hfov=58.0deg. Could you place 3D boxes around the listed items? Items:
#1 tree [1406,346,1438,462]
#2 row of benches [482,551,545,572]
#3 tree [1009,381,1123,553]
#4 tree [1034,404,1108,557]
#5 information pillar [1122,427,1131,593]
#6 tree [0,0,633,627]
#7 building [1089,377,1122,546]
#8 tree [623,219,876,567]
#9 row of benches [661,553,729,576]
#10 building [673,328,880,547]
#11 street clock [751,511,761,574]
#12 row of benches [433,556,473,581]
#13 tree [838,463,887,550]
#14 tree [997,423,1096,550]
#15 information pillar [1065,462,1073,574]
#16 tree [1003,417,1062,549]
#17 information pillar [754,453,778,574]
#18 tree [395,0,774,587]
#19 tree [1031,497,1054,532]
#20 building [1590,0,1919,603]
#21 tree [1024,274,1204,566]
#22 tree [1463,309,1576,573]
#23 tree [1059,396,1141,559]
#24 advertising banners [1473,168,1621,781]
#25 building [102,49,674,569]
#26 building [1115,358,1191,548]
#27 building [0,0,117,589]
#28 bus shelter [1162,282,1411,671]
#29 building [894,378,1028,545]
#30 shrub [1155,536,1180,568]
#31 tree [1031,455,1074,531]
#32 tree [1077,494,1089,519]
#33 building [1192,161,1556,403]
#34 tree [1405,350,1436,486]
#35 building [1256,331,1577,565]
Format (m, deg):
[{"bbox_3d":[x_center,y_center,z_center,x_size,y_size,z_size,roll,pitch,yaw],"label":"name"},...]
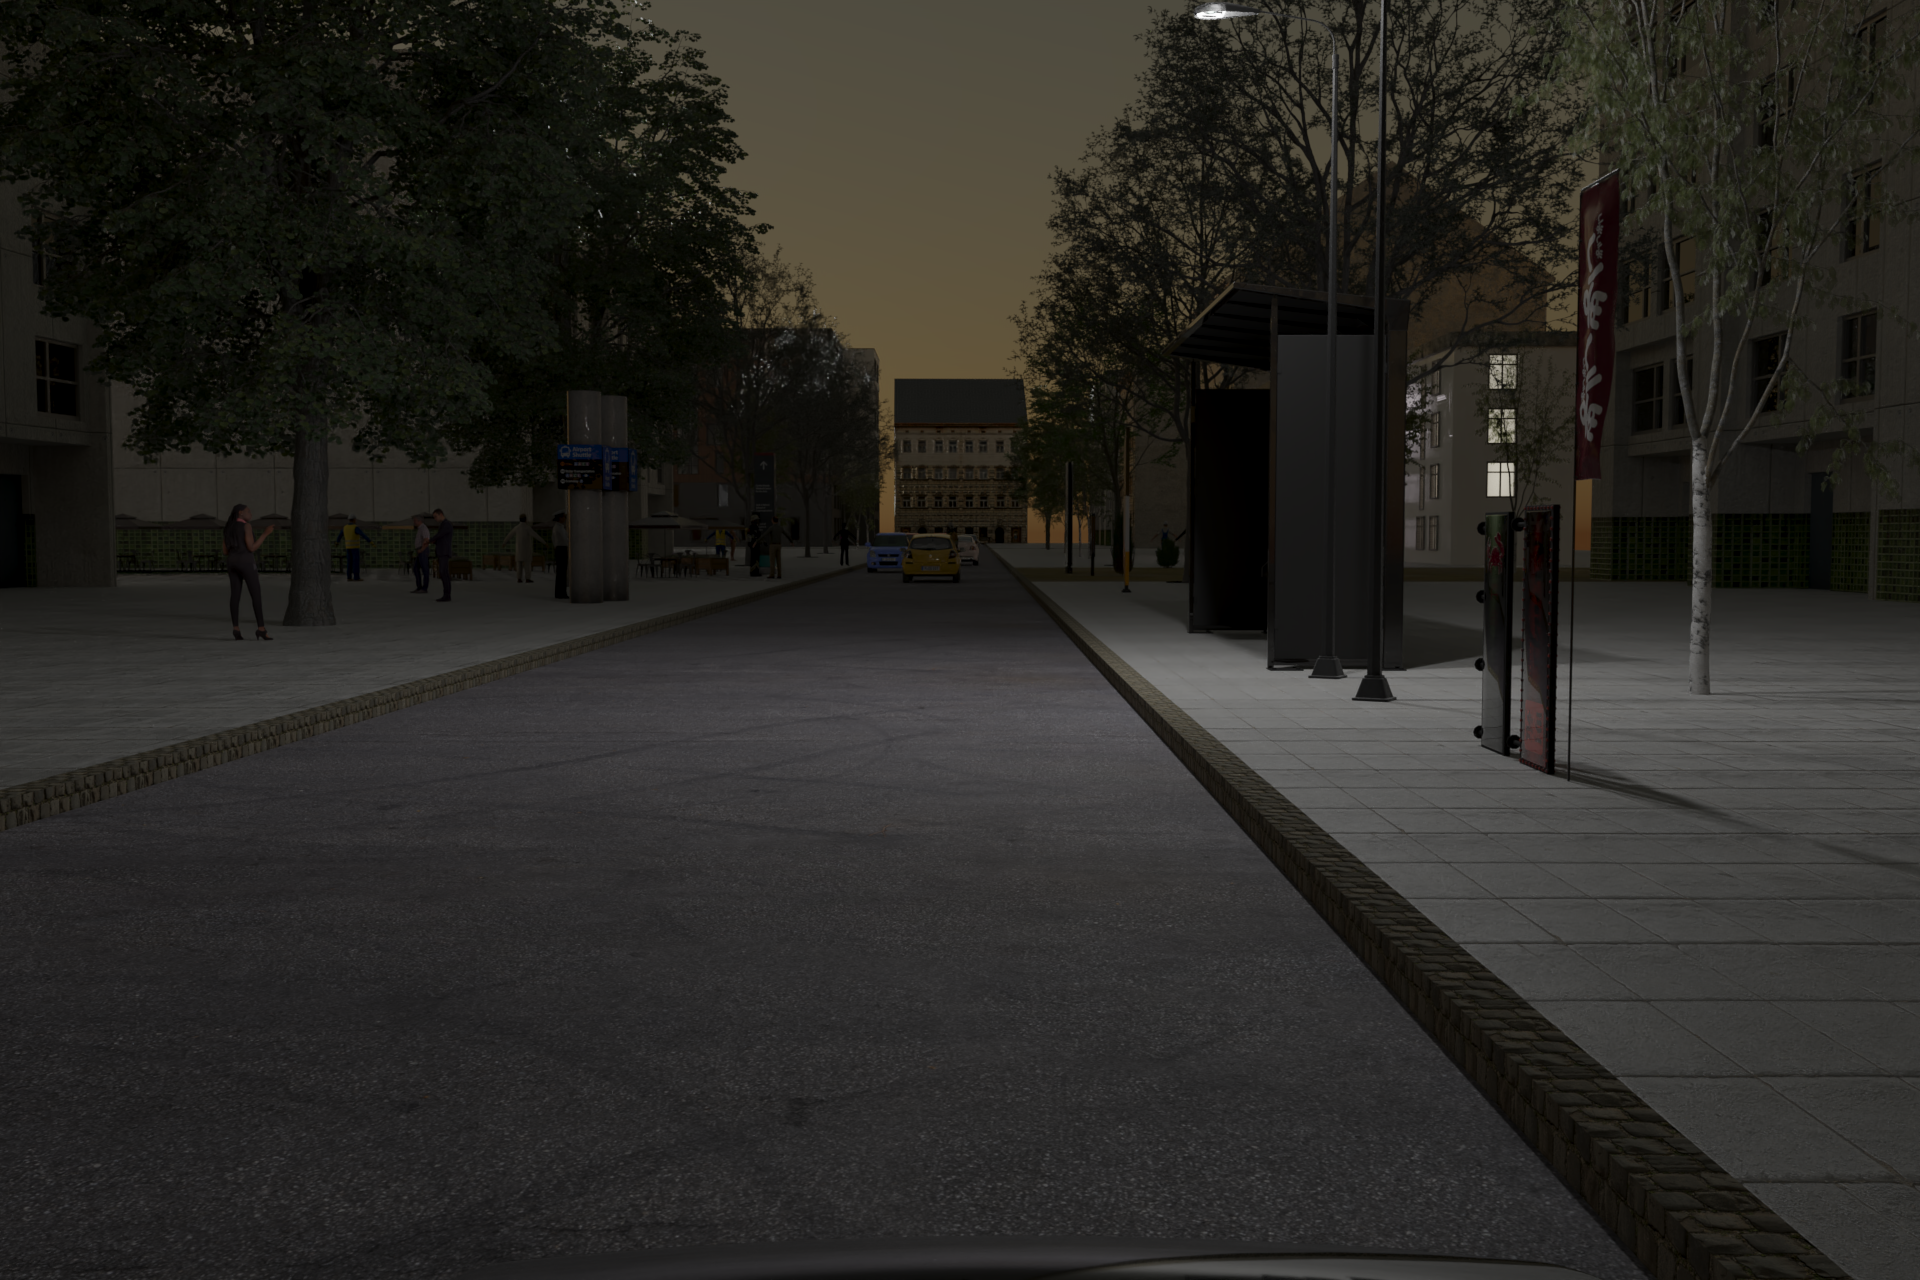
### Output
[{"bbox_3d":[12.794,-6.409,55.142,4.737,8.622,4.395,0,3,0],"label":"tree"},{"bbox_3d":[-15.513,-2.736,60.203,1.422,0.672,4.104,-3,4,-37],"label":"row of benches"},{"bbox_3d":[7.086,-12.009,114.467,7.486,12.596,7.792,0,3,0],"label":"tree"},{"bbox_3d":[6.878,-8.925,96.285,4.360,8.622,3.978,0,3,0],"label":"tree"},{"bbox_3d":[3.659,-2.856,38.055,0.183,3.616,0.504,0,3,0],"label":"information pillar"},{"bbox_3d":[-9.201,-7.179,24.037,9.857,13.997,8.962,0,3,0],"label":"tree"},{"bbox_3d":[24.087,-20.081,194.781,16.747,18.905,31.486,0,3,0],"label":"building"},{"bbox_3d":[-8.541,-9.675,68.560,12.009,13.543,11.850,0,3,0],"label":"tree"},{"bbox_3d":[-8.489,-2.422,55.059,1.422,0.672,4.104,-2,4,-32],"label":"row of benches"},{"bbox_3d":[-23.333,-21.054,188.203,27.936,21.610,32.646,0,4,0],"label":"building"},{"bbox_3d":[-6.443,-3.066,54.702,0.358,2.002,0.471,0,4,2],"label":"street clock"},{"bbox_3d":[-14.410,-2.060,49.137,1.422,0.672,4.104,-1,4,-23],"label":"row of benches"},{"bbox_3d":[-8.247,-11.444,137.479,4.360,8.622,3.978,0,3,0],"label":"tree"},{"bbox_3d":[7.130,-12.576,140.035,8.767,10.594,7.601,0,4,1],"label":"tree"},{"bbox_3d":[3.577,-4.005,56.789,0.184,3.620,1.656,0,4,1],"label":"information pillar"},{"bbox_3d":[7.630,-13.850,152.200,9.928,11.665,9.643,0,3,0],"label":"tree"},{"bbox_3d":[-6.217,-4.033,55.323,0.750,3.857,0.750,0,4,0],"label":"information pillar"},{"bbox_3d":[-9.431,-8.271,41.889,9.857,13.997,8.962,0,3,0],"label":"tree"},{"bbox_3d":[11.883,-17.631,238.623,4.737,8.622,4.395,0,3,0],"label":"tree"},{"bbox_3d":[26.149,-10.183,32.956,16.747,18.905,31.486,0,4,1],"label":"building"},{"bbox_3d":[6.277,-8.798,69.599,9.928,11.665,9.643,0,3,0],"label":"tree"},{"bbox_3d":[18.222,-6.530,57.131,4.360,8.622,3.978,0,3,0],"label":"tree"},{"bbox_3d":[6.499,-8.425,88.108,4.360,8.622,3.978,0,3,0],"label":"tree"},{"bbox_3d":[3.155,-0.808,9.406,0.090,3.025,2.074,0,4,0],"label":"advertising banners"},{"bbox_3d":[-24.365,-13.020,79.340,16.747,18.905,31.486,0,4,1],"label":"building"},{"bbox_3d":[25.460,-20.674,168.945,19.493,23.208,18.063,0,4,1],"label":"building"},{"bbox_3d":[-29.023,-9.753,25.916,16.747,18.905,31.486,0,4,1],"label":"building"},{"bbox_3d":[3.434,-1.712,19.277,1.731,3.624,6.357,0,4,0],"label":"bus shelter"},{"bbox_3d":[-0.148,-25.068,243.238,18.063,23.208,19.493,0,4,-2],"label":"building"},{"bbox_3d":[7.833,-3.321,65.416,1.383,1.207,1.383,0,3,0],"label":"shrub"},{"bbox_3d":[7.655,-10.521,122.384,4.360,8.622,3.978,0,3,0],"label":"tree"},{"bbox_3d":[19.067,-18.519,237.196,7.601,10.594,8.767,1,4,10],"label":"tree"},{"bbox_3d":[25.478,-17.161,111.505,19.493,23.208,18.063,0,4,1],"label":"building"},{"bbox_3d":[16.254,-7.076,66.063,4.737,8.622,4.395,0,3,0],"label":"tree"},{"bbox_3d":[21.353,-8.791,85.877,9.099,9.664,28.070,0,4,1],"label":"building"}]
